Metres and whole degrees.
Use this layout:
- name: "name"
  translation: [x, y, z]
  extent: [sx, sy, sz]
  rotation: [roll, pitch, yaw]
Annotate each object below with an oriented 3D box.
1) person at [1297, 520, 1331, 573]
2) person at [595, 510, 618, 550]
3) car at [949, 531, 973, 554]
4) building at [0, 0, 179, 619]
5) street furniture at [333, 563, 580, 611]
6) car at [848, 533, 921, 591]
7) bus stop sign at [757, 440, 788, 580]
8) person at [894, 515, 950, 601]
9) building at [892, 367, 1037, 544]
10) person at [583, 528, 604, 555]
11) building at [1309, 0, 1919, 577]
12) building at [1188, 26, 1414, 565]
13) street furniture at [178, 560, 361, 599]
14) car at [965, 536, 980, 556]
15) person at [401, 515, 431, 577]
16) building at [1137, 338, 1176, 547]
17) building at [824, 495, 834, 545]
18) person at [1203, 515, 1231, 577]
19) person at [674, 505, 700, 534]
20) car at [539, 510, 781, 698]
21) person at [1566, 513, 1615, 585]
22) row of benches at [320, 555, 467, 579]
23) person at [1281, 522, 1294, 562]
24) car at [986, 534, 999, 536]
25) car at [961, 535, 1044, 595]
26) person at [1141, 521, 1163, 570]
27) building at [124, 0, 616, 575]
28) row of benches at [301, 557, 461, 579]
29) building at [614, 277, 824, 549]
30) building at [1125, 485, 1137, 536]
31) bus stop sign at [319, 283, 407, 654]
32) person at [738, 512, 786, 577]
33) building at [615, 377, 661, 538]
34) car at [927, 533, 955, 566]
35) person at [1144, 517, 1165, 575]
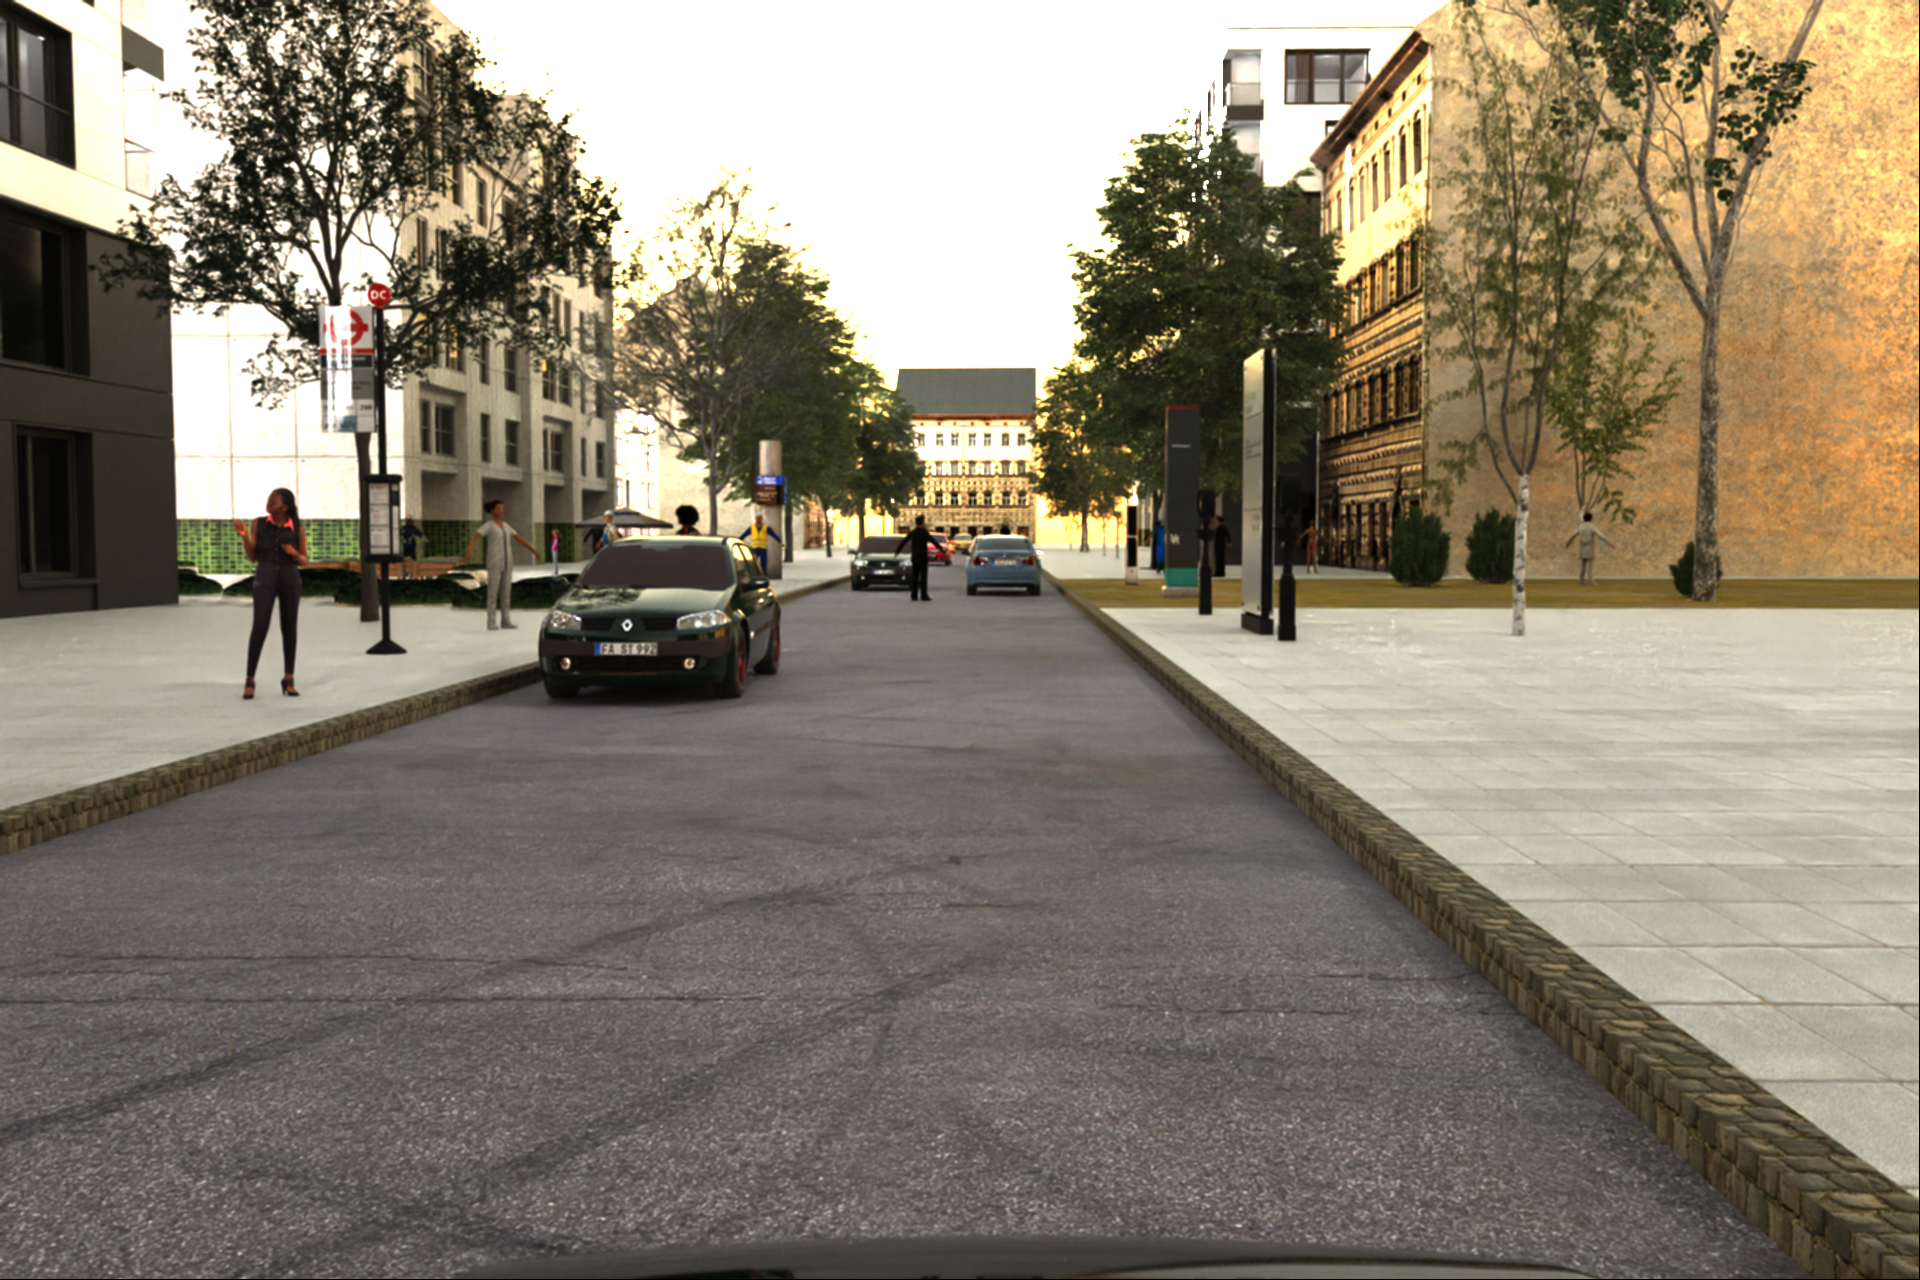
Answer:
- name: "person"
  translation: [11.567, -3.052, 56.705]
  extent: [1.217, 1.733, 0.721]
  rotation: [3, 4, 37]
- name: "person"
  translation: [-8.386, -2.167, 41.290]
  extent: [0.705, 1.847, 1.347]
  rotation: [-2, 4, -29]
- name: "car"
  translation: [0.235, -7.184, 127.680]
  extent: [2.015, 1.641, 3.980]
  rotation: [0, 4, 1]
- name: "building"
  translation: [-28.604, -10.479, 15.299]
  extent: [27.936, 21.610, 32.646]
  rotation: [0, 4, 1]
- name: "street furniture"
  translation: [-8.537, -1.110, 33.774]
  extent: [5.734, 0.657, 10.072]
  rotation: [0, 4, 0]
- name: "car"
  translation: [-1.872, -2.162, 45.141]
  extent: [2.009, 1.686, 4.222]
  rotation: [0, 4, 1]
- name: "bus stop sign"
  translation: [-5.342, -3.664, 48.924]
  extent: [0.837, 3.901, 0.837]
  rotation: [0, 4, 3]
- name: "person"
  translation: [-0.853, -1.770, 37.326]
  extent: [1.347, 1.837, 0.705]
  rotation: [2, 4, 26]
- name: "building"
  translation: [0.968, -24.053, 226.652]
  extent: [18.063, 23.208, 19.493]
  rotation: [0, 4, 3]
- name: "person"
  translation: [-12.310, -3.226, 58.966]
  extent: [1.346, 1.802, 0.704]
  rotation: [2, 4, 24]
- name: "building"
  translation: [23.511, -14.042, 60.513]
  extent: [19.493, 23.208, 18.063]
  rotation: [0, 4, 2]
- name: "building"
  translation: [25.038, -14.813, 86.163]
  extent: [27.936, 21.610, 32.646]
  rotation: [0, 4, 1]
- name: "street furniture"
  translation: [-15.768, -1.414, 38.749]
  extent: [5.734, 0.657, 10.072]
  rotation: [-1, 4, -16]
- name: "car"
  translation: [1.283, -3.896, 76.056]
  extent: [2.083, 1.381, 4.827]
  rotation: [0, 3, 0]
- name: "person"
  translation: [-16.283, -2.776, 51.165]
  extent: [1.354, 1.856, 0.705]
  rotation: [0, 4, 3]
- name: "building"
  translation: [26.609, -18.258, 164.977]
  extent: [16.747, 18.905, 31.486]
  rotation: [0, 4, 1]
- name: "building"
  translation: [-24.543, -22.354, 196.419]
  extent: [19.493, 23.208, 18.063]
  rotation: [0, 4, 2]
- name: "person"
  translation: [7.708, -2.790, 51.547]
  extent: [0.705, 1.837, 1.347]
  rotation: [3, 5, 44]
- name: "person"
  translation: [-3.761, -0.920, 23.648]
  extent: [0.704, 1.843, 1.345]
  rotation: [2, 4, 27]
- name: "car"
  translation: [-2.737, -0.403, 16.379]
  extent: [2.009, 1.686, 4.222]
  rotation: [0, 4, 1]
- name: "person"
  translation: [15.824, -2.290, 43.629]
  extent: [0.705, 1.806, 1.347]
  rotation: [-3, 4, -38]
- name: "row of benches"
  translation: [-15.944, -2.057, 49.098]
  extent: [4.104, 0.672, 1.422]
  rotation: [-2, 4, -27]
- name: "person"
  translation: [8.957, -2.528, 47.464]
  extent: [0.704, 1.812, 1.346]
  rotation: [1, 4, 15]
- name: "car"
  translation: [2.556, -7.107, 128.201]
  extent: [2.014, 1.417, 4.499]
  rotation: [0, 4, 1]
- name: "car"
  translation: [1.031, -1.818, 41.721]
  extent: [2.014, 1.417, 4.499]
  rotation: [0, 4, 1]
- name: "person"
  translation: [7.029, -3.356, 61.594]
  extent: [1.216, 1.740, 0.721]
  rotation: [0, 4, -5]
- name: "building"
  translation: [-25.682, -12.454, 70.080]
  extent: [16.747, 18.905, 31.486]
  rotation: [0, 4, 1]
- name: "row of benches"
  translation: [-14.958, -1.813, 45.105]
  extent: [4.104, 0.672, 1.422]
  rotation: [0, 4, -4]
- name: "building"
  translation: [-22.380, -19.861, 155.661]
  extent: [19.493, 23.208, 18.063]
  rotation: [0, 4, 0]
- name: "building"
  translation: [24.658, -15.794, 200.385]
  extent: [9.099, 9.664, 28.070]
  rotation: [0, 4, 1]
- name: "bus stop sign"
  translation: [-6.397, -1.825, 18.538]
  extent: [0.855, 3.939, 0.416]
  rotation: [0, 4, 1]
- name: "person"
  translation: [-5.001, -2.273, 43.128]
  extent: [1.349, 1.833, 0.705]
  rotation: [0, 4, -2]
- name: "building"
  translation: [-22.631, -9.960, 105.001]
  extent: [9.099, 9.664, 28.070]
  rotation: [0, 4, 1]
- name: "car"
  translation: [-1.305, -4.321, 79.695]
  extent: [2.155, 1.783, 4.494]
  rotation: [0, 4, 1]
- name: "person"
  translation: [6.415, -2.974, 54.745]
  extent: [1.347, 1.817, 0.704]
  rotation: [-1, 4, -19]
